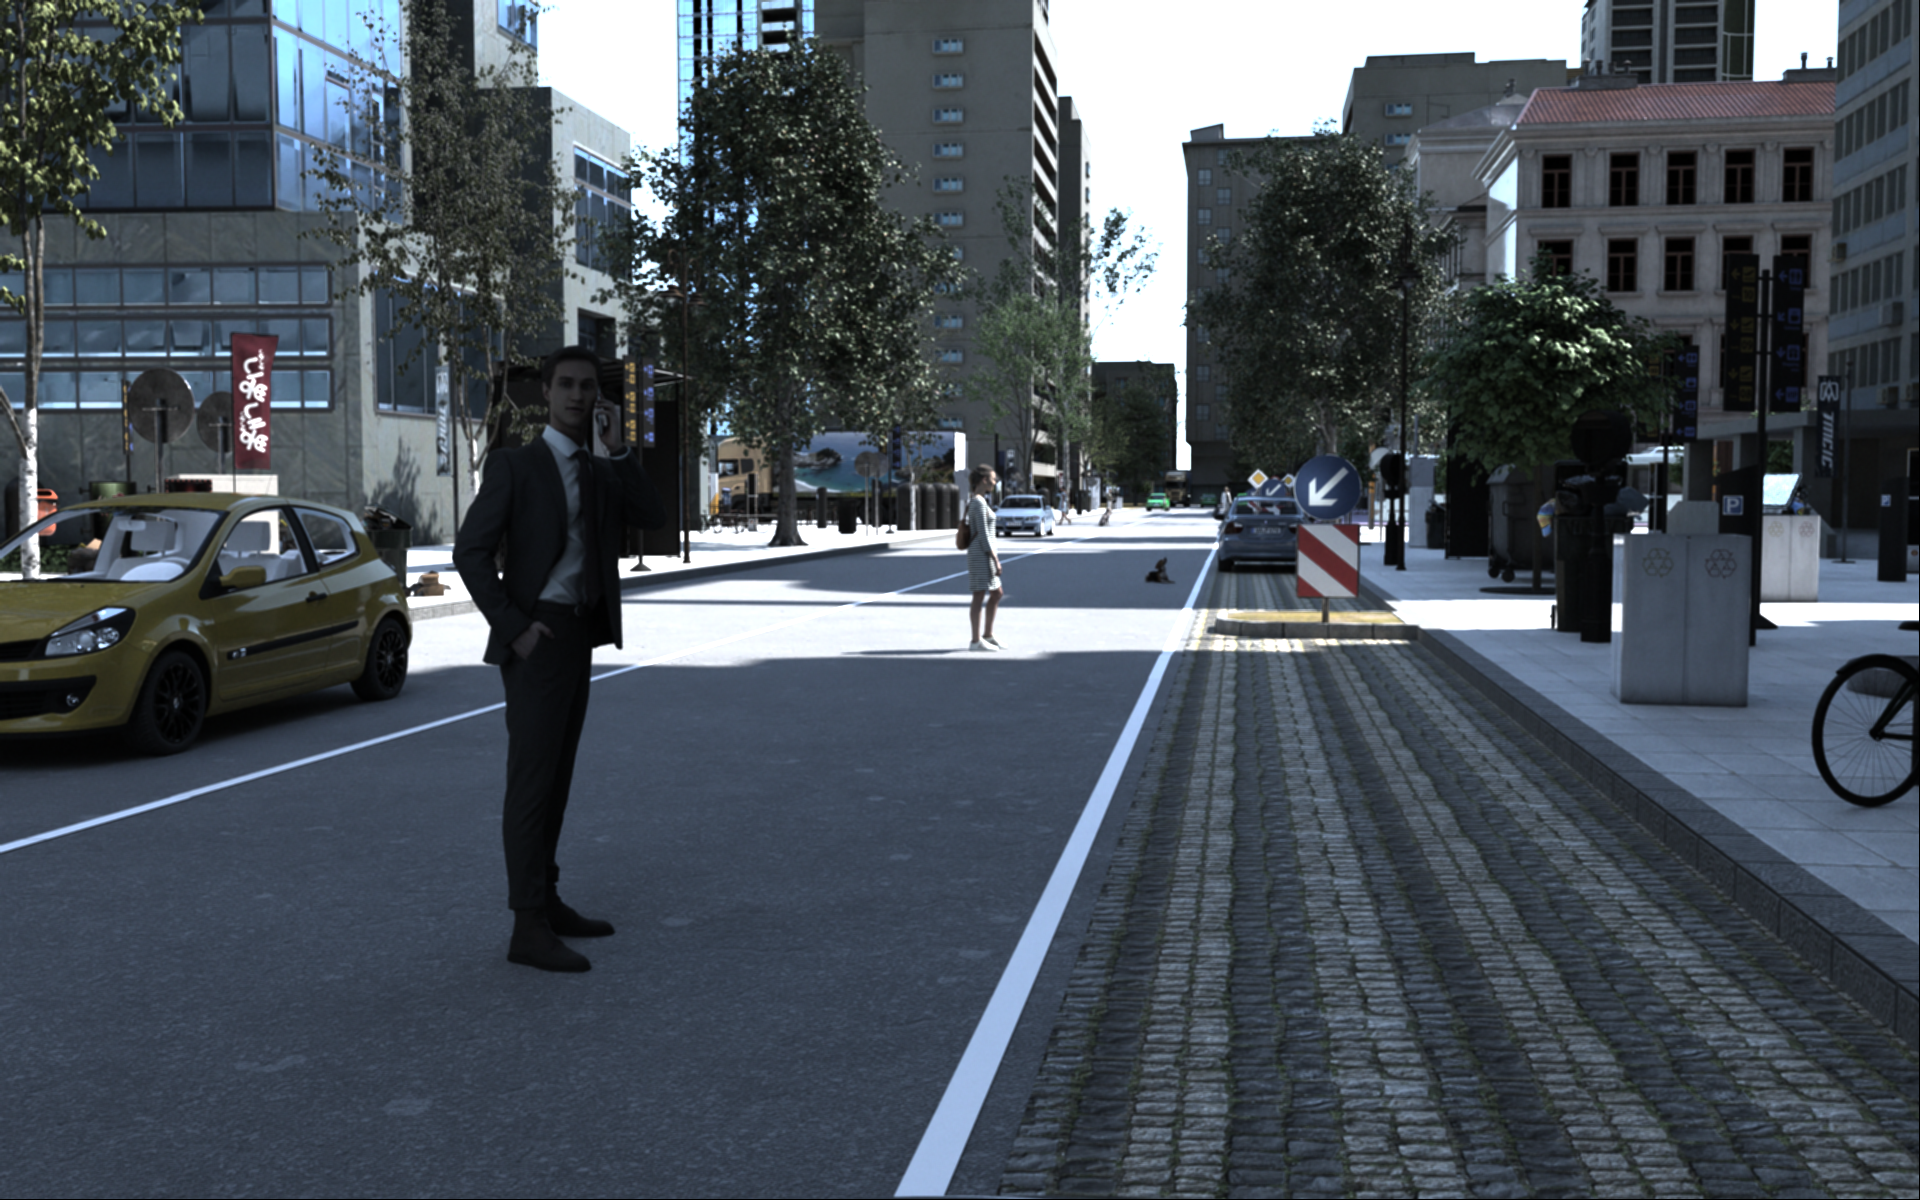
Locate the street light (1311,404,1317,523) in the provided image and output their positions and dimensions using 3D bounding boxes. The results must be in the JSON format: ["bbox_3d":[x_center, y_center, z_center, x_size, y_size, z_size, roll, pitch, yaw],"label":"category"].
[{"bbox_3d":[13.493,-5.705,66.067,0.468,5.910,1.993,1,4,9],"label":"street light"}]

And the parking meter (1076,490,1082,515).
[{"bbox_3d":[7.306,-5.968,105.989,0.372,1.533,0.369,0,3,0],"label":"parking meter"}]

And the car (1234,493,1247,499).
[{"bbox_3d":[27.437,-9.677,167.022,1.959,1.807,4.718,1,4,9],"label":"car"}]

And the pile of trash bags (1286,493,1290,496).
[{"bbox_3d":[20.696,-6.055,108.744,1.912,1.369,3.447,0,4,6],"label":"pile of trash bags"}]

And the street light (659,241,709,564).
[{"bbox_3d":[-5.047,-3.611,31.825,0.468,5.910,1.993,1,4,9],"label":"street light"}]

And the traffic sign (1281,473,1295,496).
[{"bbox_3d":[18.303,-5.836,96.604,0.795,2.450,0.064,1,4,18],"label":"traffic sign"}]

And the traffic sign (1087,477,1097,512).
[{"bbox_3d":[9.538,-7.696,125.932,0.768,2.556,0.104,1,4,17],"label":"traffic sign"}]

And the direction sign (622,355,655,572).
[{"bbox_3d":[-5.293,-2.239,28.612,0.379,3.537,0.876,1,4,23],"label":"direction sign"}]

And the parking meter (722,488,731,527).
[{"bbox_3d":[-9.158,-3.643,67.974,0.372,1.533,0.369,0,3,0],"label":"parking meter"}]

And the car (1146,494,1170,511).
[{"bbox_3d":[16.647,-8.362,145.509,1.959,1.807,4.718,1,4,10],"label":"car"}]

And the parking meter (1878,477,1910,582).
[{"bbox_3d":[13.715,-1.042,25.443,0.372,1.533,0.369,0,3,0],"label":"parking meter"}]

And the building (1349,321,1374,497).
[{"bbox_3d":[51.419,-19.450,163.039,27.650,21.520,28.899,1,4,9],"label":"building"}]

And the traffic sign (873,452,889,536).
[{"bbox_3d":[-2.516,-3.202,52.466,0.768,2.556,0.104,1,4,13],"label":"traffic sign"}]

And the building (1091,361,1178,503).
[{"bbox_3d":[17.325,-25.235,257.635,28.899,21.520,27.650,1,4,9],"label":"building"}]

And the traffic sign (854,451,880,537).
[{"bbox_3d":[-2.772,-3.146,51.539,0.768,2.556,0.104,1,4,10],"label":"traffic sign"}]

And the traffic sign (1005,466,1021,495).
[{"bbox_3d":[2.390,-4.842,79.276,0.768,2.556,0.104,1,4,17],"label":"traffic sign"}]

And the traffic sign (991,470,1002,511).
[{"bbox_3d":[1.270,-3.991,68.901,0.795,2.450,0.064,1,4,9],"label":"traffic sign"}]

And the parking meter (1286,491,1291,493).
[{"bbox_3d":[23.776,-7.162,125.510,0.372,1.533,0.369,0,3,0],"label":"parking meter"}]

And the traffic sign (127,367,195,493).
[{"bbox_3d":[-8.051,-1.060,17.435,0.768,2.556,0.104,1,4,12],"label":"traffic sign"}]

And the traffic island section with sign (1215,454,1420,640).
[{"bbox_3d":[3.662,-0.571,17.967,1.989,1.847,2.006,1,4,9],"label":"traffic island section with sign"}]

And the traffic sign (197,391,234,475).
[{"bbox_3d":[-9.115,-1.303,21.411,0.768,2.556,0.104,1,4,16],"label":"traffic sign"}]

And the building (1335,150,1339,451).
[{"bbox_3d":[52.014,-34.012,206.209,14.600,45.320,14.200,1,4,9],"label":"building"}]

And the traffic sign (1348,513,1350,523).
[{"bbox_3d":[10.650,-2.830,47.450,0.795,2.450,0.064,1,4,10],"label":"traffic sign"}]

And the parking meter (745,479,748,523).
[{"bbox_3d":[-8.206,-3.765,67.268,0.255,1.863,0.399,0,3,0],"label":"parking meter"}]

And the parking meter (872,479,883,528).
[{"bbox_3d":[-3.153,-3.683,65.935,0.399,1.863,0.255,-1,4,-13],"label":"parking meter"}]

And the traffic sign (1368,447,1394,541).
[{"bbox_3d":[11.442,-2.869,47.011,0.768,2.556,0.104,1,4,14],"label":"traffic sign"}]

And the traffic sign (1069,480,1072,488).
[{"bbox_3d":[7.972,-7.697,127.974,0.606,2.300,0.079,1,4,10],"label":"traffic sign"}]

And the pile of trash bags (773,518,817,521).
[{"bbox_3d":[-7.583,-4.539,83.967,1.912,1.369,3.447,2,4,31],"label":"pile of trash bags"}]

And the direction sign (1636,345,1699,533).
[{"bbox_3d":[10.801,-2.111,26.510,0.876,3.537,0.379,1,4,12],"label":"direction sign"}]

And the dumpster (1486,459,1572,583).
[{"bbox_3d":[8.553,-1.216,25.636,1.264,1.857,1.865,1,4,9],"label":"dumpster"}]

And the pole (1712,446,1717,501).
[{"bbox_3d":[32.115,-4.893,73.839,0.158,3.312,0.155,0,3,0],"label":"pole"}]

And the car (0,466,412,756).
[{"bbox_3d":[-4.973,-0.035,10.790,2.015,1.641,3.980,0,4,8],"label":"car"}]

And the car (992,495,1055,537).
[{"bbox_3d":[2.161,-2.862,58.802,2.014,1.417,4.499,1,4,11],"label":"car"}]

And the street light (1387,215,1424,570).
[{"bbox_3d":[7.441,-3.441,29.050,0.468,5.910,1.993,1,4,9],"label":"street light"}]

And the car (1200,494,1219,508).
[{"bbox_3d":[26.254,-10.618,182.407,1.959,1.807,4.718,1,4,9],"label":"car"}]

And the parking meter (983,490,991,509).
[{"bbox_3d":[1.111,-3.749,69.703,0.372,1.533,0.369,0,3,0],"label":"parking meter"}]

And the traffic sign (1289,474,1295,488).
[{"bbox_3d":[19.106,-6.044,99.999,0.795,2.450,0.064,1,4,16],"label":"traffic sign"}]

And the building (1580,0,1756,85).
[{"bbox_3d":[97.476,-48.963,238.799,20.611,71.187,20.563,1,4,9],"label":"building"}]

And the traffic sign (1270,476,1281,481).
[{"bbox_3d":[21.828,-7.336,120.056,0.768,2.556,0.104,1,4,10],"label":"traffic sign"}]

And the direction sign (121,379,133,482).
[{"bbox_3d":[-16.571,-2.601,34.528,0.379,3.537,0.876,-1,4,-16],"label":"direction sign"}]

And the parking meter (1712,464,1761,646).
[{"bbox_3d":[6.575,-0.385,14.713,0.372,1.533,0.369,0,3,0],"label":"parking meter"}]

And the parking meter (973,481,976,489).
[{"bbox_3d":[0.793,-4.326,76.438,0.399,1.863,0.255,-3,5,-42],"label":"parking meter"}]

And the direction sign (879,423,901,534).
[{"bbox_3d":[-2.245,-3.882,55.465,0.876,3.537,0.379,2,4,34],"label":"direction sign"}]

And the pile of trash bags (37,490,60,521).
[{"bbox_3d":[-19.602,-1.489,34.092,3.447,1.369,1.912,-3,5,-43],"label":"pile of trash bags"}]

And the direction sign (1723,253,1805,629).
[{"bbox_3d":[7.628,-1.498,16.493,0.876,3.537,0.379,-1,4,-17],"label":"direction sign"}]

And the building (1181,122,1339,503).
[{"bbox_3d":[46.398,-40.570,252.559,27.495,52.752,28.713,1,4,9],"label":"building"}]

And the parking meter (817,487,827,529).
[{"bbox_3d":[-5.116,-3.409,64.141,0.372,1.533,0.369,0,3,0],"label":"parking meter"}]

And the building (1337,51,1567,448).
[{"bbox_3d":[52.559,-34.487,187.558,21.300,48.544,21.600,1,4,9],"label":"building"}]

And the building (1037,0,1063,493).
[{"bbox_3d":[0.984,-45.612,184.011,20.563,71.187,20.611,1,4,9],"label":"building"}]

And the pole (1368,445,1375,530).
[{"bbox_3d":[14.725,-4.165,61.934,0.158,3.312,0.155,0,3,0],"label":"pole"}]

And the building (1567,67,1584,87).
[{"bbox_3d":[73.318,-42.959,244.374,28.212,58.520,21.231,1,4,9],"label":"building"}]

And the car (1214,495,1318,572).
[{"bbox_3d":[5.825,-1.280,32.933,2.014,1.417,4.499,1,4,10],"label":"car"}]

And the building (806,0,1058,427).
[{"bbox_3d":[-2.486,-33.041,163.923,21.300,48.544,21.600,1,4,9],"label":"building"}]
